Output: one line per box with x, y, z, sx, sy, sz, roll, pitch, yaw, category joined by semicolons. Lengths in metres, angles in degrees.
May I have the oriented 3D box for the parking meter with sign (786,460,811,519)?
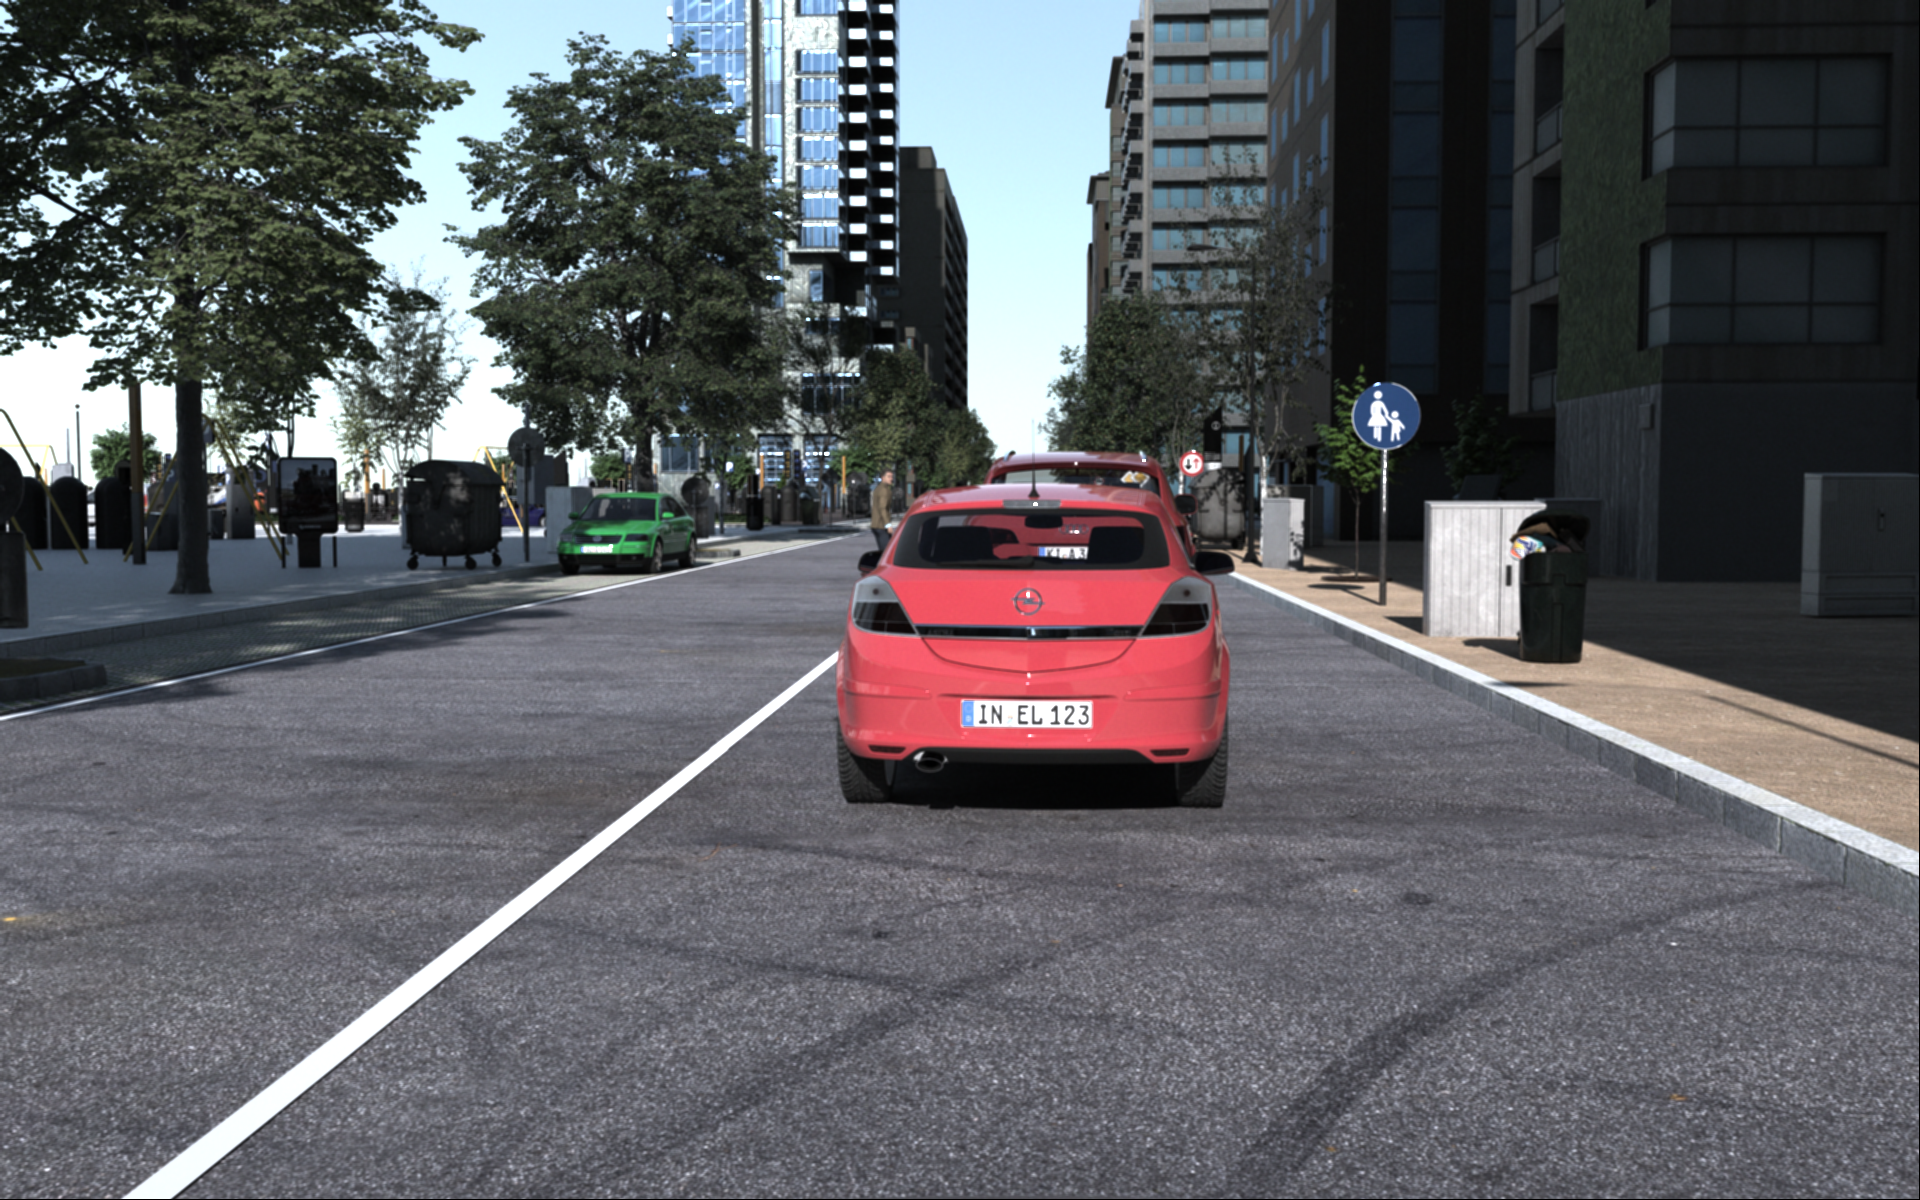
-8.618;-5.708;89.584;0.543;3.016;1.738;-3;5;-43;parking meter with sign

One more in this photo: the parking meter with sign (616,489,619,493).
-29.344;-9.285;148.064;0.543;3.016;1.738;1;4;18;parking meter with sign

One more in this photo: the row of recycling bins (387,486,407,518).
-30.028;-5.261;93.130;1.069;1.692;3.534;-1;4;-21;row of recycling bins

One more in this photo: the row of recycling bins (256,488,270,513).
-43.917;-6.276;109.731;3.534;1.692;1.069;2;4;33;row of recycling bins

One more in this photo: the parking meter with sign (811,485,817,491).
-12.024;-8.854;141.017;0.543;3.016;1.738;3;5;41;parking meter with sign

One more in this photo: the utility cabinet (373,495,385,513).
-40.490;-6.701;120.716;1.020;1.237;0.306;3;5;42;utility cabinet

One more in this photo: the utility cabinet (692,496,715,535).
-8.096;-2.660;54.649;0.306;1.237;1.020;1;4;20;utility cabinet

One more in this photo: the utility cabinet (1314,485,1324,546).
8.574;-2.060;42.354;0.318;1.500;1.173;0;4;-6;utility cabinet

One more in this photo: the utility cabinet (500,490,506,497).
-24.387;-5.147;92.828;0.318;1.500;1.173;0;4;-2;utility cabinet

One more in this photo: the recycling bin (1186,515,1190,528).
8.339;-3.176;64.481;0.722;1.027;0.722;1;4;18;recycling bin

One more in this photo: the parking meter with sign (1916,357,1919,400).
12.824;-1.539;21.429;0.543;3.016;1.738;-2;4;-35;parking meter with sign

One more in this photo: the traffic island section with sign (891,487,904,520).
-3.365;-5.289;95.099;1.989;1.847;2.006;0;4;3;traffic island section with sign

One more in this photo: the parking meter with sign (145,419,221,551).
-17.898;-2.658;39.719;0.543;3.016;1.738;1;4;18;parking meter with sign

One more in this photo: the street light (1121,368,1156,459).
6.655;-5.594;64.010;1.470;5.913;1.316;0;4;3;street light

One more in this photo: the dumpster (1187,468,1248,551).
5.956;-2.095;40.004;1.264;1.857;1.865;0;4;3;dumpster

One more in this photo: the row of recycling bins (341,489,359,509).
-51.380;-8.682;149.062;3.534;1.692;1.069;-2;4;-27;row of recycling bins

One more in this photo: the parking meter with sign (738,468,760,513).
-14.223;-7.373;116.815;0.543;3.016;1.738;3;5;44;parking meter with sign

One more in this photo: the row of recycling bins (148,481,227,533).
-24.948;-3.008;56.298;1.069;1.692;3.534;1;4;17;row of recycling bins

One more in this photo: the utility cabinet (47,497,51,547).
-22.156;-1.890;42.061;1.020;1.237;0.306;2;4;26;utility cabinet

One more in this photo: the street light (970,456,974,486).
0.989;-14.669;212.383;1.470;5.913;1.316;0;4;3;street light

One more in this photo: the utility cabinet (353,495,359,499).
-42.701;-6.814;122.575;0.306;1.237;1.020;-2;4;-34;utility cabinet

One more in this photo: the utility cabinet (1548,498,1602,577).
9.410;-0.958;26.825;1.020;1.237;0.306;-1;4;-17;utility cabinet

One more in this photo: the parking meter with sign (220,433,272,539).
-20.583;-3.253;49.444;1.738;3.016;0.543;-3;5;-44;parking meter with sign

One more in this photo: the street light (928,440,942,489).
-2.155;-10.791;148.969;1.470;5.913;1.316;0;4;3;street light

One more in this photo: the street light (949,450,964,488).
-0.601;-12.730;180.677;1.470;5.913;1.316;0;4;3;street light

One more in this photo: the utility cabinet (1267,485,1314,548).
7.634;-1.945;40.485;1.173;1.500;0.318;-2;4;-23;utility cabinet

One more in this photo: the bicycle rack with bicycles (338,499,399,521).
-28.722;-4.338;84.309;2.925;0.926;2.852;0;4;-1;bicycle rack with bicycles

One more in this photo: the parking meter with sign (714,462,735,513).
-12.862;-5.921;93.061;0.543;3.016;1.738;2;4;31;parking meter with sign

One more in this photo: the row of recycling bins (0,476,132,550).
-21.215;-2.036;40.398;3.534;1.692;1.069;-1;4;-15;row of recycling bins

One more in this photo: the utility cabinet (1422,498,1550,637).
4.728;-0.274;15.635;1.020;1.237;0.306;0;4;4;utility cabinet

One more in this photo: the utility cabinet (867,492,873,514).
-6.037;-6.156;109.337;1.173;1.500;0.318;2;4;25;utility cabinet

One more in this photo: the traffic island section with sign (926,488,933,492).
-2.045;-6.935;122.022;1.989;1.847;2.006;0;4;3;traffic island section with sign

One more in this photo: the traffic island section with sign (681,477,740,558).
-6.069;-1.883;39.409;1.989;1.847;2.006;0;4;3;traffic island section with sign

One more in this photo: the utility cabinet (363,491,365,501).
-47.400;-7.920;138.174;0.318;1.500;1.173;-1;4;-13;utility cabinet

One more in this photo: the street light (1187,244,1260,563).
4.909;-3.656;32.311;1.470;5.913;1.316;0;4;3;street light

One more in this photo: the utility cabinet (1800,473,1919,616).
9.416;-0.574;18.056;1.173;1.500;0.318;-1;4;-9;utility cabinet

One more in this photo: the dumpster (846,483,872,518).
-5.414;-5.311;92.592;1.264;1.857;1.865;0;4;3;dumpster

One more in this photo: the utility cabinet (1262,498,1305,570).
5.539;-1.133;29.683;0.306;1.237;1.020;-1;4;-17;utility cabinet

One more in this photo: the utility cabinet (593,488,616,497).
-13.226;-3.380;63.938;0.318;1.500;1.173;2;4;31;utility cabinet

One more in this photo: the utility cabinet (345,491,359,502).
-51.323;-8.417;146.299;1.173;1.500;0.318;-1;4;-14;utility cabinet

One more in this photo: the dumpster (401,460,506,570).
-8.755;-1.481;29.980;1.264;1.857;1.865;0;4;3;dumpster

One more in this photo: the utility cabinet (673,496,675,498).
-10.588;-3.164;62.890;0.306;1.237;1.020;0;4;3;utility cabinet

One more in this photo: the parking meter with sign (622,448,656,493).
-11.879;-4.236;65.517;1.738;3.016;0.543;1;4;20;parking meter with sign

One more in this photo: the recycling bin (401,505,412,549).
-12.666;-1.729;40.826;0.722;1.027;0.722;1;4;14;recycling bin

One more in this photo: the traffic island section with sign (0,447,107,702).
-7.392;-0.236;12.486;1.989;1.847;2.006;0;4;3;traffic island section with sign

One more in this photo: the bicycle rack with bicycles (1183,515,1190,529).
8.097;-2.902;60.831;2.925;0.926;2.852;0;4;2;bicycle rack with bicycles
